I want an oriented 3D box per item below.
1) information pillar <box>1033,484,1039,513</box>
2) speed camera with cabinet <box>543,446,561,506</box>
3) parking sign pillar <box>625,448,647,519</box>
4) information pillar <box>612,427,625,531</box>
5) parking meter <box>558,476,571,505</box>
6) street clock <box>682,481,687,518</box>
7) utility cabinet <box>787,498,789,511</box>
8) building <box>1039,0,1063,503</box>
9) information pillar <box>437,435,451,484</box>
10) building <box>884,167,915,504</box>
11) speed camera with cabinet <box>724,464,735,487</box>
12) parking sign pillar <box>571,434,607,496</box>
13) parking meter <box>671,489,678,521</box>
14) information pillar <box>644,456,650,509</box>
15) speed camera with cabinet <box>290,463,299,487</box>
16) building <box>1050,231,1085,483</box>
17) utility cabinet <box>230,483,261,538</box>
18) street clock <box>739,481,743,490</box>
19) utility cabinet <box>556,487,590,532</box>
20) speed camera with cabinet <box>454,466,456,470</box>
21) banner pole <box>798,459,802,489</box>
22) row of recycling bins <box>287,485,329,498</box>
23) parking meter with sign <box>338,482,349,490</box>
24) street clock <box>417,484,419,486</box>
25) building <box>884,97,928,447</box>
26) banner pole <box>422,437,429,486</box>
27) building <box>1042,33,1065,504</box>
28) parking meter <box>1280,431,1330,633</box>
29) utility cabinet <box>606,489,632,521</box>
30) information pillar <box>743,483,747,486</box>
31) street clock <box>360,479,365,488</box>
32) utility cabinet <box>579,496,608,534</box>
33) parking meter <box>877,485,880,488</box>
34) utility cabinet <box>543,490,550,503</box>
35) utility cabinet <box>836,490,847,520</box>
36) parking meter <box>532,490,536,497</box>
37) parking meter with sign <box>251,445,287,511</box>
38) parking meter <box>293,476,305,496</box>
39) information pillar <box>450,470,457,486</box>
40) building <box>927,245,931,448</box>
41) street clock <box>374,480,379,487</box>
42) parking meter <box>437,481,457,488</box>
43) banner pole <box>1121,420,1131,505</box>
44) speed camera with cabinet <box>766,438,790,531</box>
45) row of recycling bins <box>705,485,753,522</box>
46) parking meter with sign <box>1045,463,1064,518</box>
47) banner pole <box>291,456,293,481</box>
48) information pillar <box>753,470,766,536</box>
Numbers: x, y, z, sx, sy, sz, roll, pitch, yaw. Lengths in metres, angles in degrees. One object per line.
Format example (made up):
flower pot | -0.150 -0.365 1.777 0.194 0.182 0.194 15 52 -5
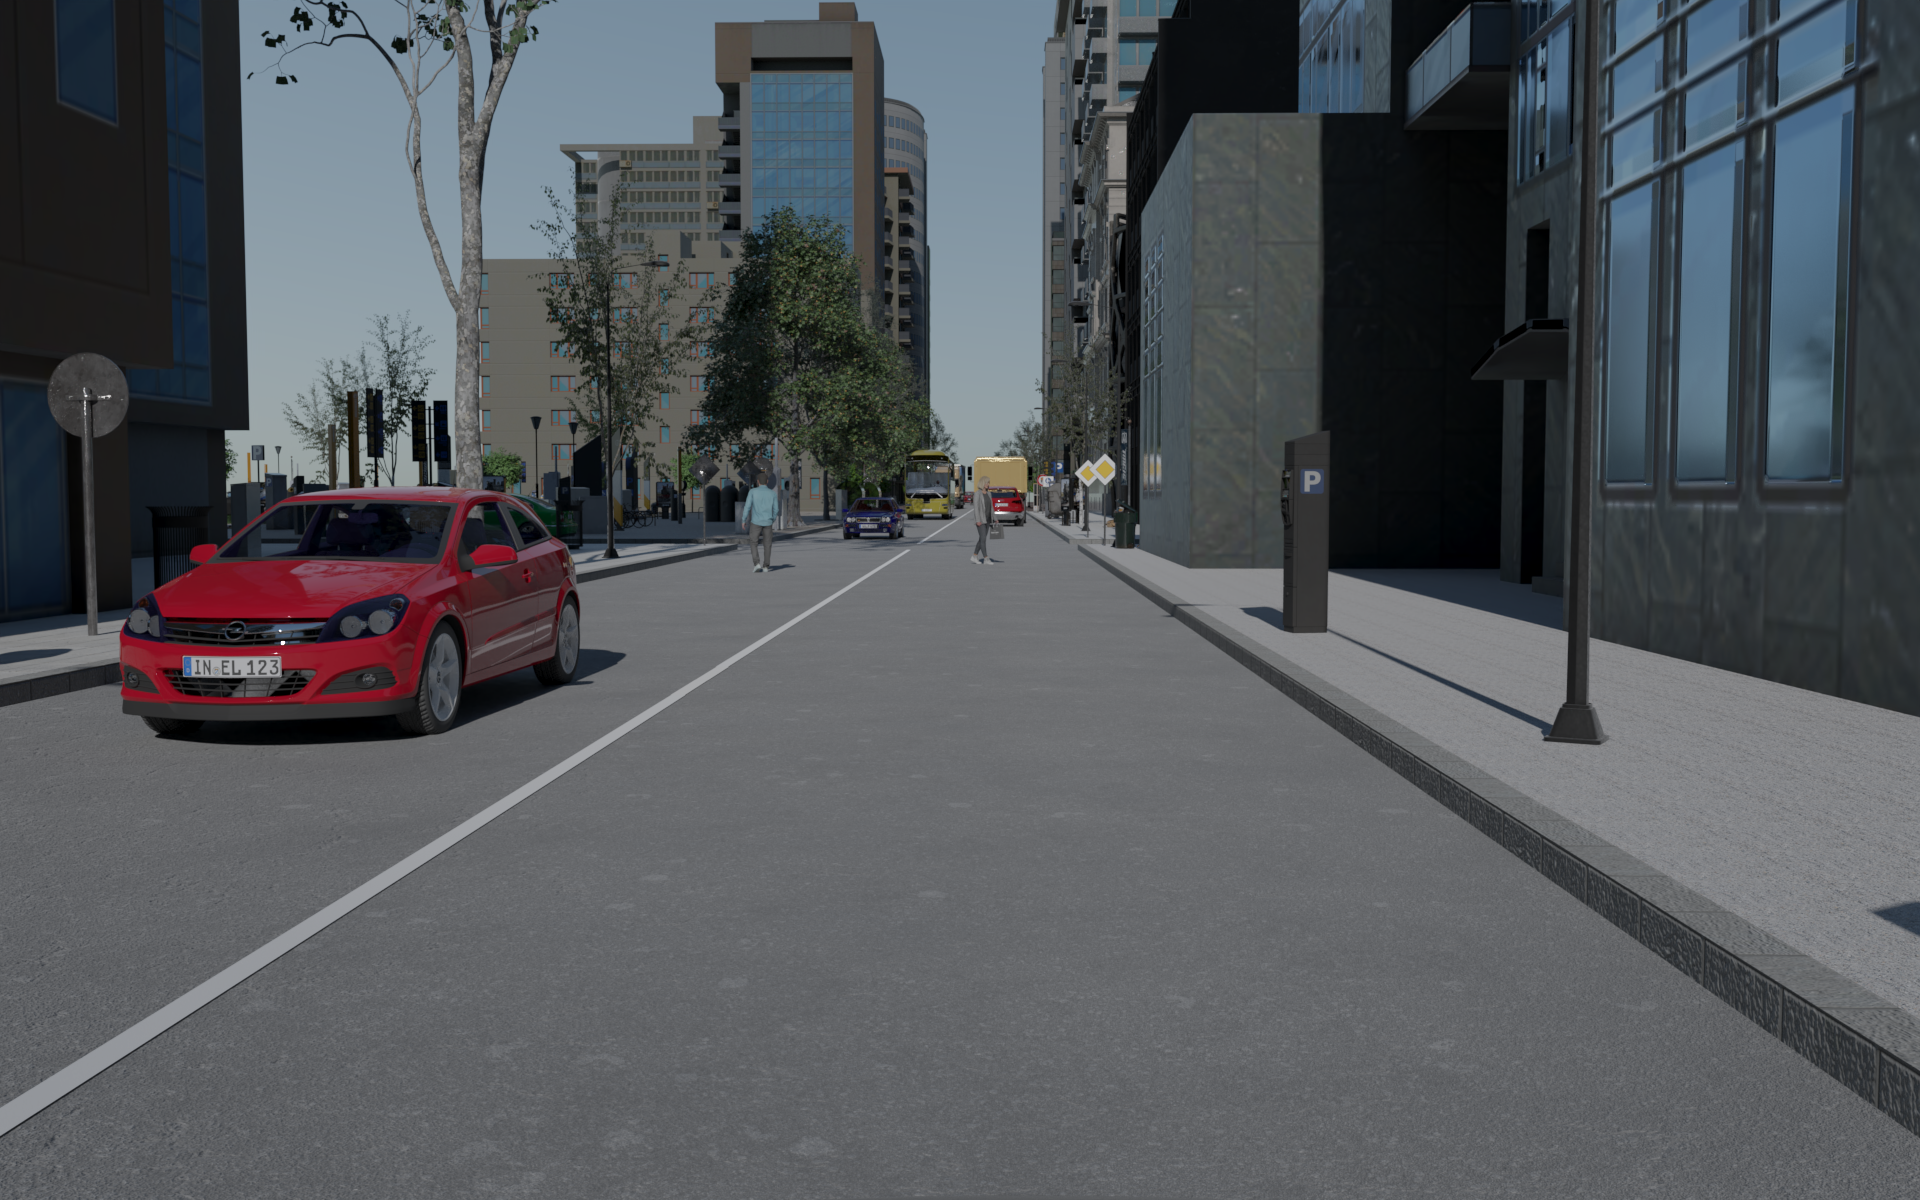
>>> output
information pillar | 5.301 -7.084 120.321 0.304 2.012 0.304 2 4 26
speed camera with cabinet | -16.848 -4.763 72.218 0.660 3.252 2.038 0 4 1
parking sign pillar | -16.968 -6.184 89.576 1.447 3.967 1.447 0 4 -1
information pillar | -11.977 -4.228 60.475 0.504 3.616 0.183 3 4 36
parking meter | -12.634 -3.034 55.311 0.399 1.863 0.255 -1 4 -17
street clock | -14.850 -5.406 92.954 0.358 2.002 0.471 -3 5 -42
utility cabinet | -9.622 -5.292 97.689 1.020 1.237 0.306 -2 4 -27
building | 21.720 -49.631 249.717 20.563 71.187 20.611 0 4 1
information pillar | -17.372 -4.096 58.318 0.504 3.616 0.183 -3 5 -40
building | -17.286 -34.998 226.841 22.147 44.769 28.867 0 4 1
speed camera with cabinet | -15.280 -7.254 112.946 0.660 3.252 2.038 1 4 16
parking sign pillar | -16.706 -5.444 77.475 1.447 3.967 1.447 -2 4 -30
parking meter | -13.674 -4.563 83.014 0.372 1.533 0.369 0 3 0
information pillar | -19.270 -7.053 106.677 0.504 3.616 0.183 2 4 35
speed camera with cabinet | -43.321 -7.158 111.368 2.038 3.252 0.660 0 4 3
building | 16.986 -25.688 191.704 14.160 30.474 14.107 0 4 1
utility cabinet | -13.977 -1.542 33.884 0.318 1.500 1.173 -1 4 -10
street clock | -12.369 -5.705 97.847 0.358 2.002 0.471 -1 4 -9
utility cabinet | -12.831 -2.984 57.463 0.318 1.500 1.173 3 4 38
speed camera with cabinet | -35.690 -7.813 122.071 0.660 3.252 2.038 -1 4 -9
banner pole | -10.028 -7.158 107.050 0.401 3.779 0.863 2 4 34
row of recycling bins | -28.738 -4.266 76.856 3.534 1.692 1.069 3 5 42
parking meter with sign | -40.358 -7.168 113.453 1.738 3.016 0.543 -3 5 -40
street clock | -36.981 -6.982 118.726 0.471 2.002 0.358 1 4 20
building | -15.851 -43.630 255.346 21.231 58.520 28.212 0 4 1
banner pole | -23.052 -5.198 75.000 0.401 3.779 0.863 1 4 16
building | 21.231 -41.819 225.743 21.231 58.520 28.212 0 4 1
parking meter | 3.191 -0.631 16.031 0.399 1.863 0.255 -1 4 -10
utility cabinet | -16.203 -4.506 82.344 1.173 1.500 0.318 -3 4 -39
information pillar | -14.551 -6.854 116.555 0.304 2.012 0.304 1 4 22
street clock | -27.442 -4.578 79.415 0.358 2.002 0.471 -1 4 -9
utility cabinet | -11.780 -2.745 56.038 1.020 1.237 0.306 -1 4 -16
parking meter | -5.119 -6.189 106.896 0.255 1.863 0.399 3 4 38
utility cabinet | -20.090 -4.651 84.729 0.318 1.500 1.173 -2 4 -25
utility cabinet | -5.837 -4.697 85.483 0.318 1.500 1.173 -1 4 -18
parking meter | -27.883 -6.432 113.568 0.372 1.533 0.369 0 3 0
parking meter with sign | -24.607 -4.044 62.388 0.543 3.016 1.738 2 4 25
parking meter | -20.874 -2.998 54.728 0.255 1.863 0.399 -3 4 -38
information pillar | -15.199 -2.929 52.377 0.304 2.012 0.304 2 4 32
building | -12.001 -36.297 277.045 14.154 41.232 14.086 0 4 1
street clock | -29.536 -5.083 87.673 0.358 2.002 0.471 -1 4 -15
parking meter | -10.094 -1.572 34.116 0.372 1.533 0.369 0 3 0
banner pole | 5.632 -4.200 58.684 0.401 3.779 0.863 -1 4 -21
speed camera with cabinet | -6.605 -4.118 61.661 0.660 3.252 2.038 0 4 3
row of recycling bins | -10.148 -4.442 79.741 3.534 1.692 1.069 1 4 16
parking meter with sign | 5.158 -6.058 95.316 0.543 3.016 1.738 1 4 22
banner pole | -43.764 -7.557 113.577 0.401 3.779 0.863 -2 4 -28
information pillar | -6.165 -2.985 53.292 0.304 2.012 0.304 -3 4 -38
